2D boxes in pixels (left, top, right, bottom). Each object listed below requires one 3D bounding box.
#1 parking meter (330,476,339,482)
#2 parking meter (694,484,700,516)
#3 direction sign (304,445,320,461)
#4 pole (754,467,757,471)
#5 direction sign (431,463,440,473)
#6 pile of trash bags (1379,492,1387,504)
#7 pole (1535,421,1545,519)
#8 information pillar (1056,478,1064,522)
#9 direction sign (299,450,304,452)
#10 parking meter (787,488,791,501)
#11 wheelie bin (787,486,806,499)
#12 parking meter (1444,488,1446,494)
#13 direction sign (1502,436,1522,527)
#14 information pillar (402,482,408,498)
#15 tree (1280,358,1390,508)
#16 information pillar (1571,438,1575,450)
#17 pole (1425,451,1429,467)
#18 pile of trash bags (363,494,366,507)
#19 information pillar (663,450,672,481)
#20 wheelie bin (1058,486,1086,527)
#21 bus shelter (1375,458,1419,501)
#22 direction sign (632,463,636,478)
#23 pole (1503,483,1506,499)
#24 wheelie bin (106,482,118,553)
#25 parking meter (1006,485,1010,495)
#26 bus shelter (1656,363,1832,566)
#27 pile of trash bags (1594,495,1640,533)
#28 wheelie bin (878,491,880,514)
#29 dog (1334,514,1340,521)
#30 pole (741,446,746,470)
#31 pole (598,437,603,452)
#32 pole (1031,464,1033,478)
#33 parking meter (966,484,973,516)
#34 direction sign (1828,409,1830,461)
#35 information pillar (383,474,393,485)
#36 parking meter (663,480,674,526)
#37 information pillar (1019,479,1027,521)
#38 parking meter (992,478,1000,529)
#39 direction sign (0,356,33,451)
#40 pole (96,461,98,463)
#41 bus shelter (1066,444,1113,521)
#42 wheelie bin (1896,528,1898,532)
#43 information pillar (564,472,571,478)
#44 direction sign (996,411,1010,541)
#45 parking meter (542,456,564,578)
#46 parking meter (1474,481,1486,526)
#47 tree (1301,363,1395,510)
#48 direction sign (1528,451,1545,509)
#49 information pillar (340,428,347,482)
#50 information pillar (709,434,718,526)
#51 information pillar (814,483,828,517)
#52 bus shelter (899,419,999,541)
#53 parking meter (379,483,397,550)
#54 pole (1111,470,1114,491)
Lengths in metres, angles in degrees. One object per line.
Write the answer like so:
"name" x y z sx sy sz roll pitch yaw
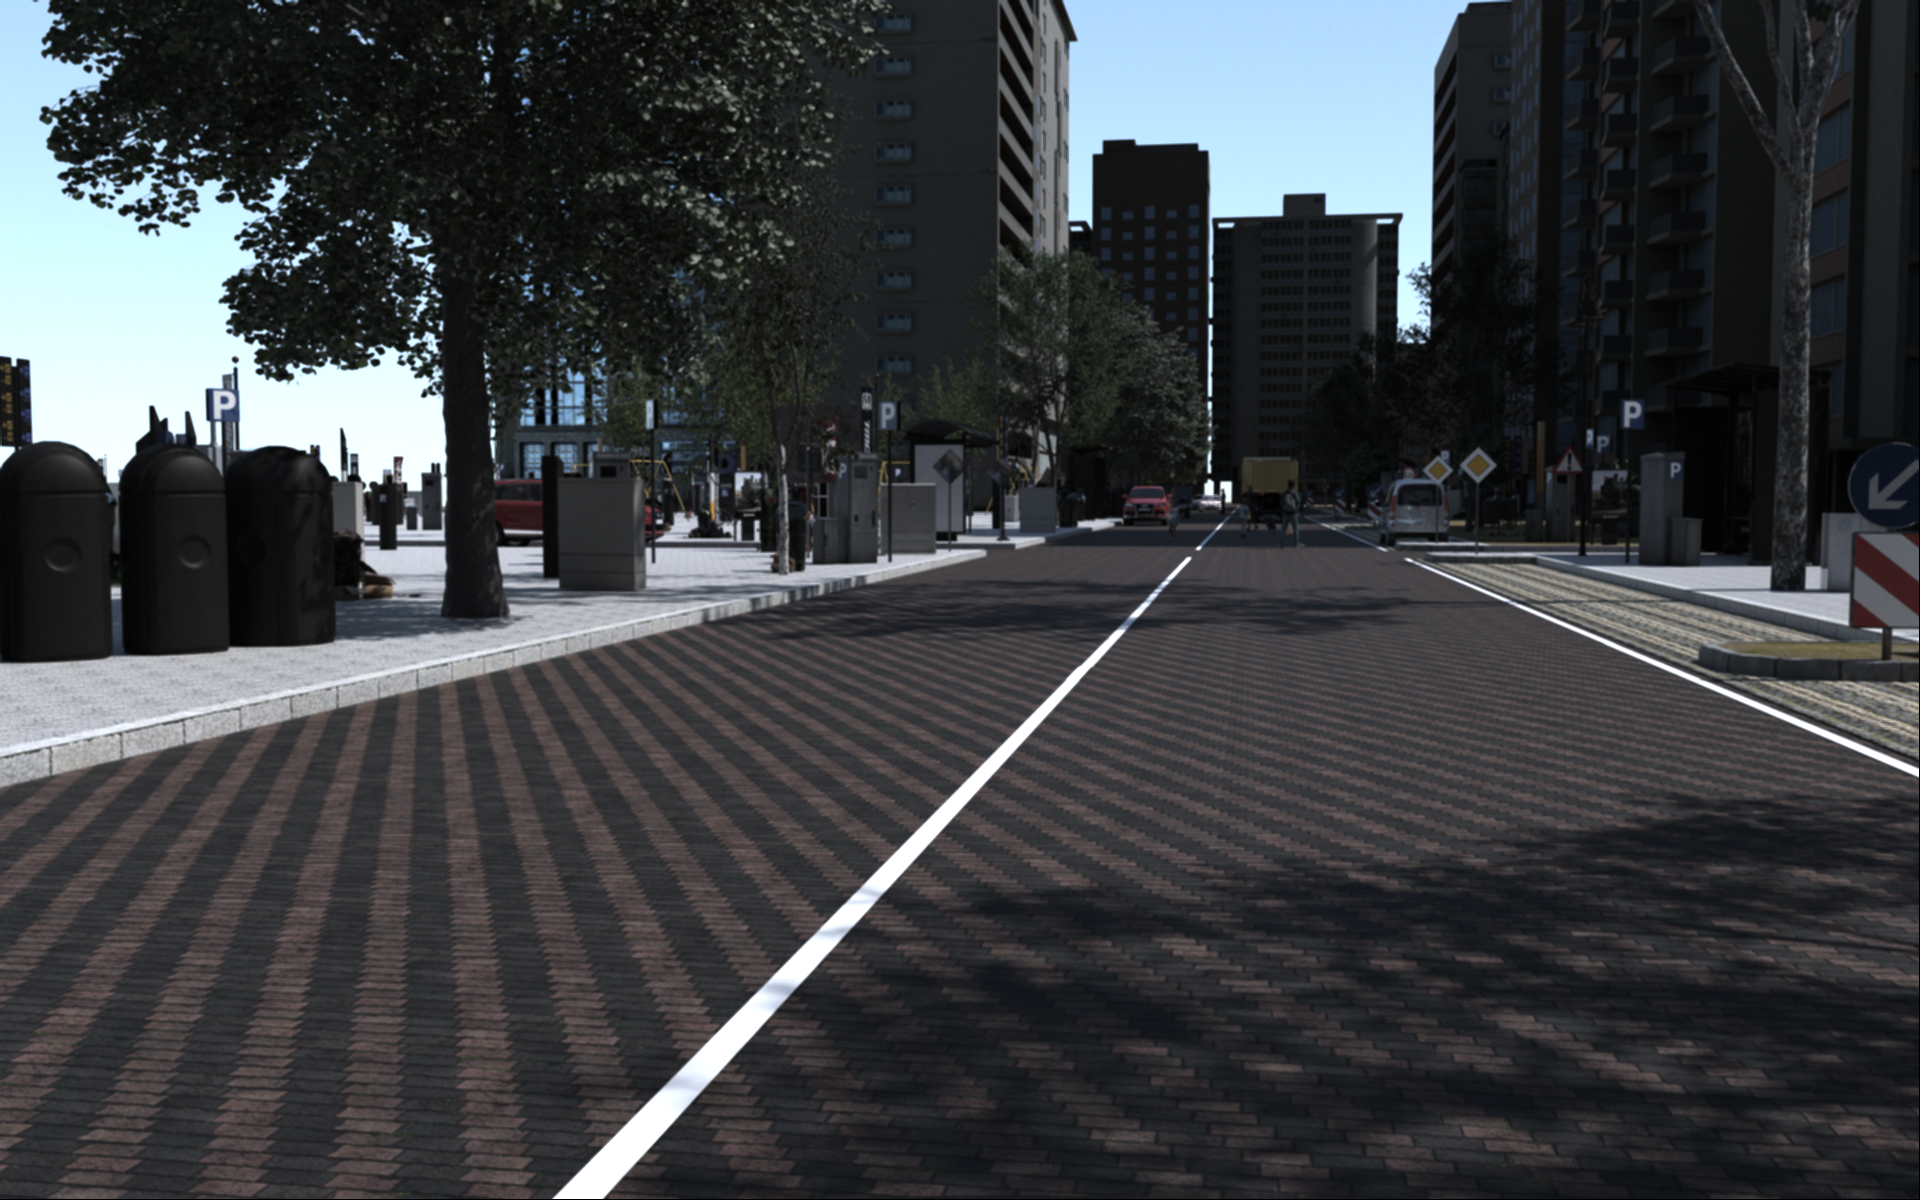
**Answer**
"parking meter" -20.079 -3.048 55.549 0.255 1.863 0.399 0 4 -3
"parking meter" -15.701 -5.976 103.413 0.255 1.863 0.399 -1 4 -16
"direction sign" -29.606 -5.359 79.611 0.379 3.537 0.876 0 4 7
"pole" -14.597 -7.953 123.866 0.158 3.312 0.155 0 3 0
"direction sign" -37.939 -8.160 125.420 0.379 3.537 0.876 2 4 27
"pile of trash bags" 23.240 -5.130 93.620 1.912 1.369 3.447 1 4 22
"pole" 16.238 -3.341 48.471 0.158 3.312 0.155 0 3 0
"information pillar" 4.591 -4.610 79.873 0.304 2.012 0.304 1 4 15
"direction sign" -33.567 -5.952 89.312 0.876 3.537 0.379 -2 4 -23
"parking meter" -6.788 -3.748 69.693 0.372 1.533 0.369 0 3 0
"wheelie bin" -6.355 -3.700 68.395 0.980 1.594 0.693 -1 4 -11
"parking meter" 18.306 -3.523 66.012 0.372 1.533 0.369 0 3 0
"direction sign" 21.479 -4.615 67.446 0.379 3.537 0.876 -2 4 -35
"information pillar" -34.034 -6.216 106.118 0.304 2.012 0.304 -2 4 -34
"tree" 33.903 -14.997 155.575 12.009 13.543 11.850 0 3 0
"information pillar" 25.437 -4.934 72.022 0.183 3.616 0.504 1 4 10
"pole" 21.927 -5.352 81.344 0.158 3.312 0.155 0 3 0
"pile of trash bags" -35.773 -5.586 101.089 1.912 1.369 3.447 3 4 38
"information pillar" -15.401 -6.114 91.321 0.504 3.616 0.183 -3 4 -36
"wheelie bin" 4.165 -3.602 66.800 0.980 1.594 0.693 2 4 28
"bus shelter" 24.939 -6.423 98.946 2.014 3.302 5.546 1 4 10
"direction sign" -23.644 -8.177 125.687 0.379 3.537 0.876 -2 4 -26
"pole" 34.835 -7.150 110.746 0.158 3.312 0.155 0 3 0
"wheelie bin" -15.872 -1.453 31.657 0.980 1.594 0.693 1 4 12
"parking meter" 3.144 -6.618 113.915 0.255 1.863 0.399 0 4 -3
"bus shelter" 15.178 -2.606 33.894 1.731 3.624 6.357 1 4 10
"pile of trash bags" 21.846 -2.810 55.698 1.912 1.369 3.447 -3 5 -42
"wheelie bin" -4.876 -6.291 110.768 0.980 1.594 0.693 2 4 29
"dog" 19.836 -4.324 90.889 0.748 0.427 0.550 -2 4 -30
"pole" -9.138 -4.851 73.153 0.158 3.312 0.155 0 3 0
"pole" -12.965 -4.199 62.495 0.158 3.312 0.155 0 3 0
"pole" 4.797 -7.444 115.553 0.158 3.312 0.155 0 3 0
"parking meter" 0.567 -5.816 100.802 0.399 1.863 0.255 3 5 43
"direction sign" 23.189 -3.326 46.379 0.379 3.537 0.876 1 4 22
"information pillar" -21.377 -3.687 64.781 0.304 2.012 0.304 -3 4 -39
"parking meter" -11.782 -3.936 70.063 0.399 1.863 0.255 2 4 25
"information pillar" 3.033 -4.819 83.286 0.304 2.012 0.304 3 5 41
"parking meter" 1.376 -3.573 64.131 0.255 1.863 0.399 1 4 23
"direction sign" -15.697 -2.254 28.843 0.379 3.537 0.876 0 4 2
"pole" -53.231 -6.907 106.774 0.158 3.312 0.155 0 3 0
"bus shelter" 6.405 -5.740 85.136 1.731 3.624 6.357 1 4 10
"wheelie bin" 25.651 -2.457 48.088 0.693 1.594 0.980 -1 4 -21
"information pillar" -13.347 -3.322 58.810 0.304 2.012 0.304 -1 4 -11
"direction sign" 1.196 -3.417 47.868 0.379 3.537 0.876 1 4 17
"parking meter" -6.240 -1.278 26.599 0.255 1.863 0.399 0 4 2
"parking meter" 20.793 -3.885 69.231 0.399 1.863 0.255 3 5 44
"tree" 30.612 -12.861 136.025 9.928 11.665 9.643 0 3 0
"direction sign" 30.066 -6.018 90.398 0.379 3.537 0.876 -3 5 -44
"information pillar" -21.786 -4.275 61.250 0.183 3.616 0.504 0 4 -6
"information pillar" -9.602 -4.655 67.459 0.183 3.616 0.504 2 4 27
"information pillar" -3.807 -2.627 47.444 0.304 2.012 0.304 -2 4 -29
"bus shelter" -0.195 -3.403 49.561 2.014 3.302 5.546 1 4 10
"parking meter" -13.162 -1.922 39.833 0.372 1.533 0.369 0 3 0
"pole" 10.655 -7.771 120.892 0.158 3.312 0.155 0 3 0
